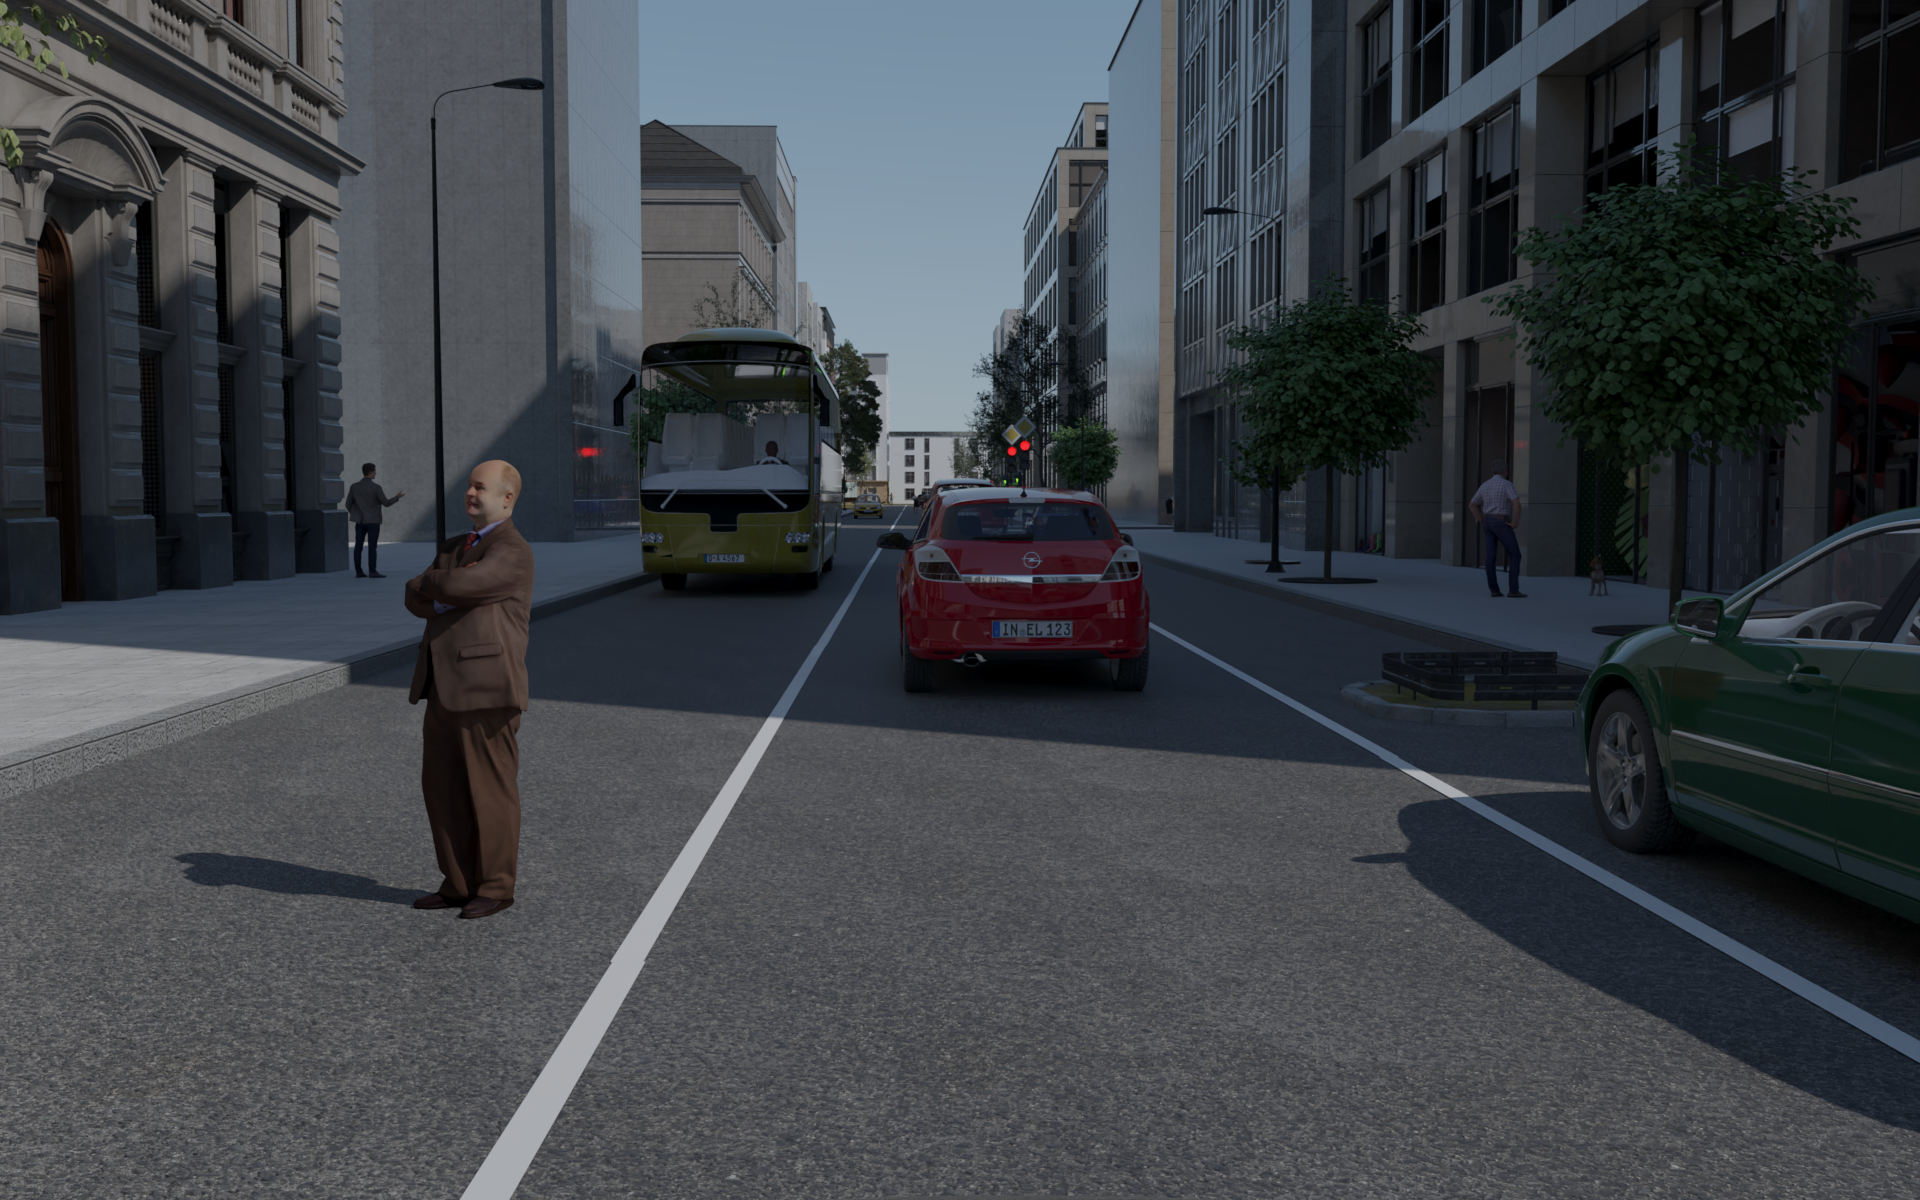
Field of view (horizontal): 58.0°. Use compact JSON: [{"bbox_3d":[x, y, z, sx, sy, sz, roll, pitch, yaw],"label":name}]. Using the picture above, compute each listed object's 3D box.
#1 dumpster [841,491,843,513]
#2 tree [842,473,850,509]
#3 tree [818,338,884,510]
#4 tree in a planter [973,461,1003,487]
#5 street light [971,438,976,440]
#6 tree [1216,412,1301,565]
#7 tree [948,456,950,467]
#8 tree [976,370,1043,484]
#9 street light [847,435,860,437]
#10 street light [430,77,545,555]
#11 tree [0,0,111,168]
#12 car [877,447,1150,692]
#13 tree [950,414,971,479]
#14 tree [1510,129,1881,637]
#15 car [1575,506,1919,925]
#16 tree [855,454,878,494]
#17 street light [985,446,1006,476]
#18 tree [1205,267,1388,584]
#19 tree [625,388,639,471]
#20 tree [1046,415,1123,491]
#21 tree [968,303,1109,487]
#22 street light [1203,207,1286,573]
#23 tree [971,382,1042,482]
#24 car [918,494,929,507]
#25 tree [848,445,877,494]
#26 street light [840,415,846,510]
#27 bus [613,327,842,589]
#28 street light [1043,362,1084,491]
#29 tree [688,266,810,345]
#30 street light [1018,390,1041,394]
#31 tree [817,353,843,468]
[{"bbox_3d":[-8.332,-6.567,113.129,1.264,1.857,1.865,0,4,-1],"label":"dumpster"},{"bbox_3d":[-9.926,-9.385,148.038,1.663,3.219,1.824,0,3,0],"label":"tree"},{"bbox_3d":[-10.045,-14.249,140.389,7.806,13.903,7.818,0,3,0],"label":"tree"},{"bbox_3d":[1.412,-5.905,93.766,1.991,3.239,1.994,0,4,-2],"label":"tree in a planter"},{"bbox_3d":[1.598,-10.495,144.135,1.470,5.913,1.316,0,4,-2],"label":"street light"},{"bbox_3d":[5.824,-2.288,32.017,1.663,3.219,1.824,0,3,0],"label":"tree"},{"bbox_3d":[0.563,-15.450,202.976,4.360,8.622,3.978,0,3,0],"label":"tree"},{"bbox_3d":[3.144,-9.258,101.728,4.737,8.622,4.395,0,3,0],"label":"tree"},{"bbox_3d":[-8.475,-9.951,135.237,1.470,5.913,1.316,0,4,-2],"label":"street light"},{"bbox_3d":[-5.330,-2.870,19.464,1.470,5.913,1.316,0,4,-2],"label":"street light"},{"bbox_3d":[-5.611,-3.517,7.869,4.737,8.622,4.395,0,3,0],"label":"tree"},{"bbox_3d":[0.401,-0.305,14.035,2.155,1.783,4.494,0,4,-3],"label":"car"},{"bbox_3d":[2.075,-12.060,147.547,4.360,8.622,3.978,0,3,0],"label":"tree"},{"bbox_3d":[6.481,-1.961,15.775,4.285,4.588,4.351,0,3,0],"label":"tree"},{"bbox_3d":[3.606,0.381,5.564,2.131,1.459,4.920,0,4,-2],"label":"car"},{"bbox_3d":[-12.445,-16.444,219.213,4.360,8.622,3.978,0,3,0],"label":"tree"},{"bbox_3d":[2.364,-8.431,110.395,1.470,5.913,1.316,0,4,-2],"label":"street light"},{"bbox_3d":[5.300,-2.540,25.250,4.285,4.588,4.351,0,3,0],"label":"tree"},{"bbox_3d":[-6.769,-3.616,42.843,4.285,4.588,4.351,0,3,0],"label":"tree"},{"bbox_3d":[5.189,-5.374,71.581,4.285,4.588,4.351,0,3,0],"label":"tree"},{"bbox_3d":[3.820,-9.221,85.183,7.601,10.594,8.767,0,4,7],"label":"tree"},{"bbox_3d":[4.624,-3.404,28.191,1.470,5.913,1.316,0,4,-2],"label":"street light"},{"bbox_3d":[3.131,-9.589,107.148,4.360,8.622,3.978,0,3,0],"label":"tree"},{"bbox_3d":[-3.879,-11.020,192.172,2.014,1.417,4.499,0,4,-1],"label":"car"},{"bbox_3d":[-11.485,-15.229,199.352,4.737,8.622,4.395,0,3,0],"label":"tree"},{"bbox_3d":[-7.572,-7.917,101.980,1.470,5.913,1.316,0,4,-2],"label":"street light"},{"bbox_3d":[-3.440,-2.310,29.321,2.896,3.916,12.252,0,4,-2],"label":"bus"},{"bbox_3d":[3.790,-5.419,61.137,1.470,5.913,1.316,0,4,-2],"label":"street light"},{"bbox_3d":[-7.133,-6.522,56.999,4.360,8.622,3.978,0,3,0],"label":"tree"},{"bbox_3d":[3.282,-6.416,77.450,1.470,5.913,1.316,0,4,-2],"label":"street light"},{"bbox_3d":[-8.266,-8.588,90.782,4.737,8.622,4.395,0,3,0],"label":"tree"}]
